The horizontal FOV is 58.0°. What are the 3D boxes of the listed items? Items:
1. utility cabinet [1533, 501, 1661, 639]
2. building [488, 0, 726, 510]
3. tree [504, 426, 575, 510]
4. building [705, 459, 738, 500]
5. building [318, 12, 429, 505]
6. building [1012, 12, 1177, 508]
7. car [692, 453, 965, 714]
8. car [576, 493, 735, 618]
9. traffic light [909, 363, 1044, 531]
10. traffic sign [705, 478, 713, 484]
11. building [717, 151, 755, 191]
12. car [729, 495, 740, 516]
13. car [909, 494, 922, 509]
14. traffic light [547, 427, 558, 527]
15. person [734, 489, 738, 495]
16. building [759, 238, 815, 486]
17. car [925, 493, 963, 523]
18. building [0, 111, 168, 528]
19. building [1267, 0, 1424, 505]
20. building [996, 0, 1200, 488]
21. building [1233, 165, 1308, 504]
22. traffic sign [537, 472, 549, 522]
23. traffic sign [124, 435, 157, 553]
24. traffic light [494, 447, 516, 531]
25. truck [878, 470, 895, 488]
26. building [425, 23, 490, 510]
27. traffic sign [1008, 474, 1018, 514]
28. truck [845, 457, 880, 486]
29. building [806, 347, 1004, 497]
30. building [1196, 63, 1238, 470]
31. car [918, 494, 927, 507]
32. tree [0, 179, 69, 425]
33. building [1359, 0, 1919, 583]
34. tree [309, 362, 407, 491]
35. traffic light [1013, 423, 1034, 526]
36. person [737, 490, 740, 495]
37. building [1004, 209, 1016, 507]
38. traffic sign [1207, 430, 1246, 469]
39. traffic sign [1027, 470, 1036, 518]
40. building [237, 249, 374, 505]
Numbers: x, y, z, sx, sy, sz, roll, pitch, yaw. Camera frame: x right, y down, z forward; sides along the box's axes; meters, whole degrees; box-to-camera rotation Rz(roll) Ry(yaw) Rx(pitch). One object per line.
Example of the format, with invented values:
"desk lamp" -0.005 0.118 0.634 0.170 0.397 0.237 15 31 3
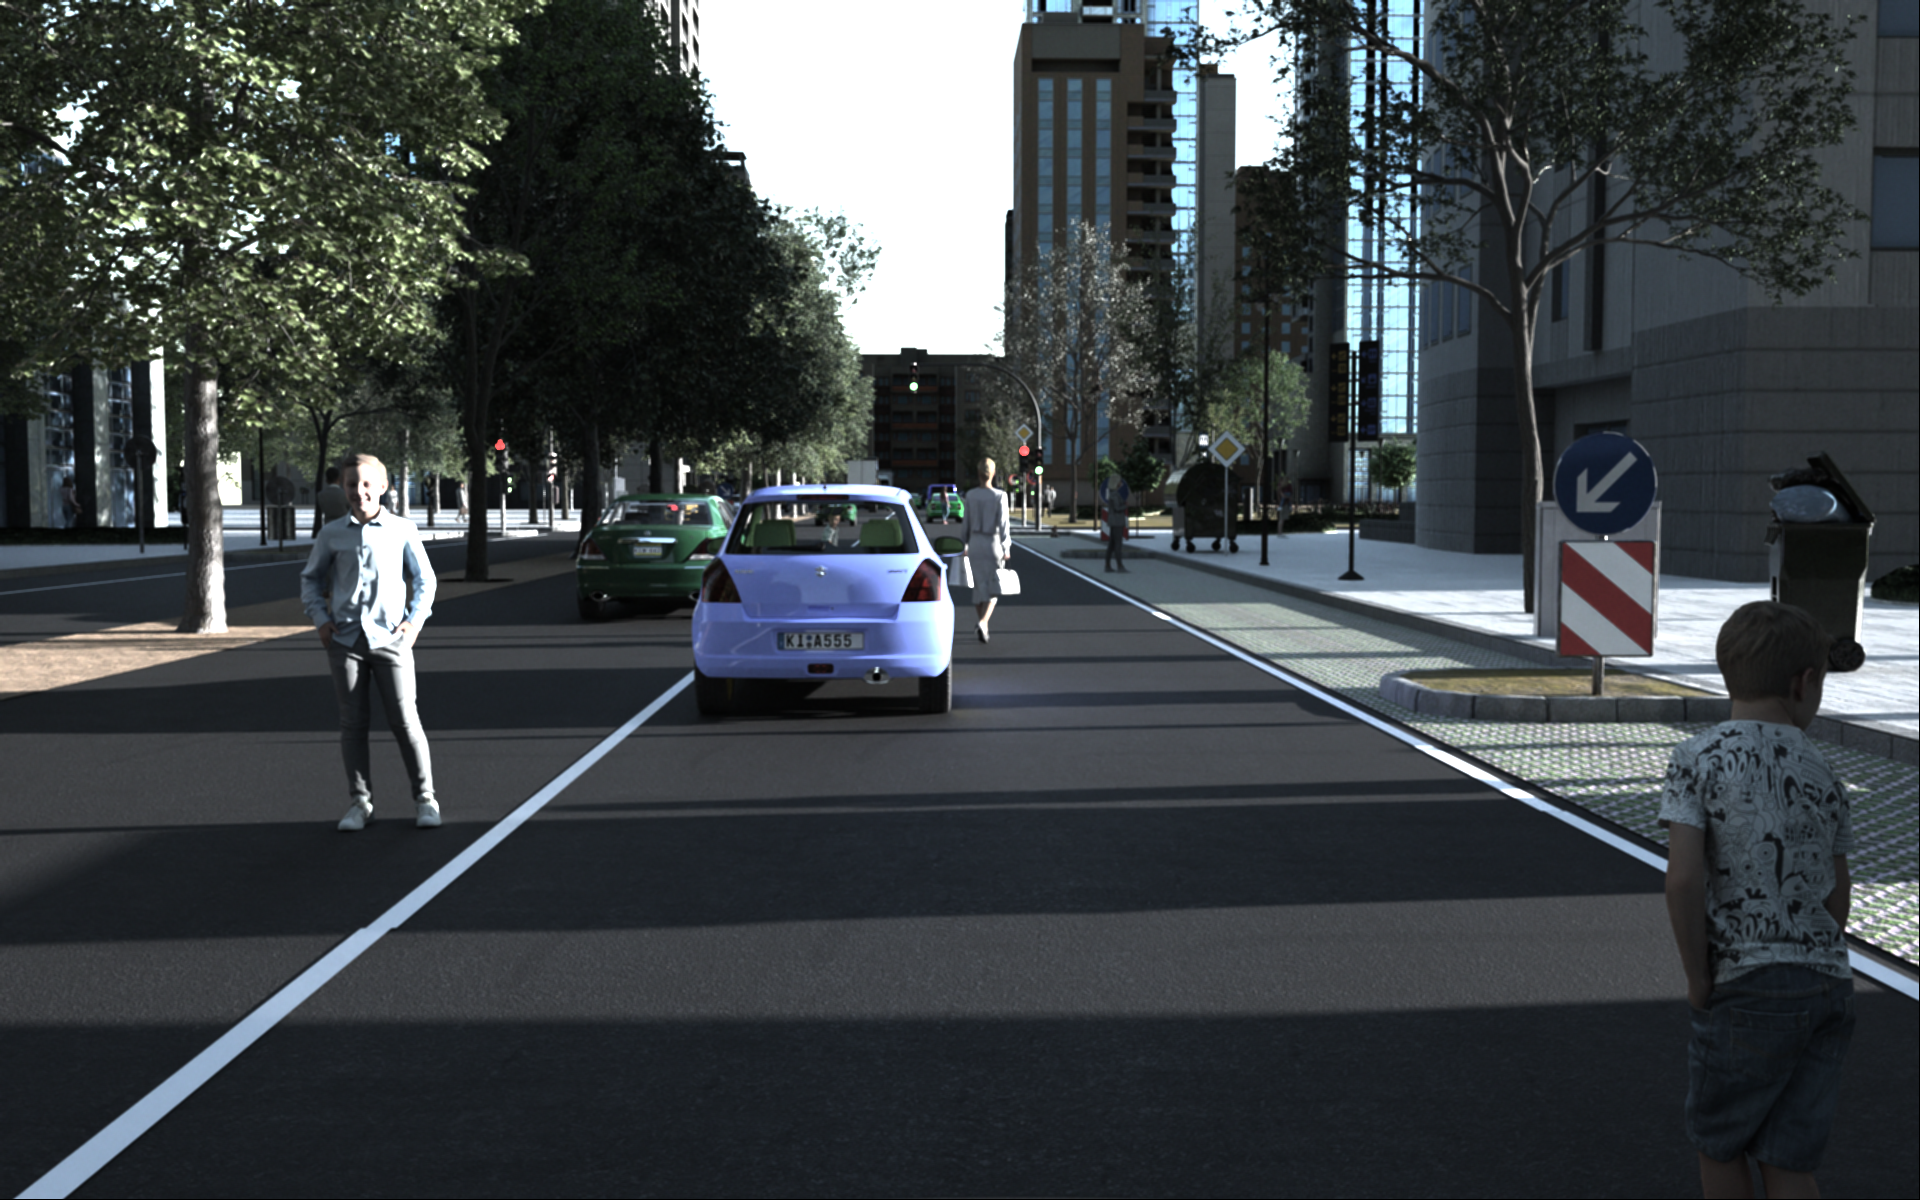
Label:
"utility cabinet" 5.711 -0.269 15.558 1.020 1.237 0.306 1 4 10
"building" -34.369 -44.910 172.533 20.563 71.187 20.611 0 4 -1
"tree" -23.444 -8.823 94.611 4.360 8.622 3.978 0 3 0
"building" -31.497 -25.656 191.178 14.160 30.474 14.107 0 4 -1
"building" -75.517 -56.561 237.444 31.000 86.520 22.319 0 4 -1
"building" 12.236 -31.380 163.168 14.600 45.320 14.200 0 4 -1
"car" -0.921 -0.184 12.603 1.945 1.707 3.694 0 4 -2
"car" -3.542 -0.589 21.425 2.131 1.459 4.920 0 4 -2
"traffic light" 0.614 -5.239 60.328 4.771 5.953 1.251 0 4 -1
"traffic sign" -20.155 -8.483 138.801 0.768 2.556 0.104 0 4 7
"building" -31.790 -32.079 208.084 14.086 41.232 14.154 0 4 -1
"car" -12.918 -5.545 102.668 2.014 1.417 4.499 0 4 -3
"car" -4.564 -9.456 163.393 1.959 1.807 4.718 0 4 -3
"traffic light" -13.960 -5.716 68.118 4.771 5.953 1.251 0 4 -1
"person" -22.840 -10.381 175.913 1.348 1.807 0.705 1 4 12
"building" -32.874 -33.819 244.826 23.993 40.220 32.217 0 4 -1
"car" -0.777 -4.780 86.946 1.959 1.807 4.718 0 4 -3
"building" -41.846 -44.733 44.053 31.000 86.520 22.319 0 4 -1
"building" 53.924 -54.599 205.369 31.000 86.520 22.319 0 4 -1
"building" 16.019 -54.232 199.371 22.319 86.520 31.000 0 4 -1
"building" 43.511 -36.020 239.033 14.200 45.320 14.600 0 4 -1
"traffic sign" -18.872 -4.677 78.595 0.606 2.300 0.079 0 4 4
"traffic sign" -17.774 -2.291 37.564 0.768 2.556 0.104 0 4 7
"traffic light" -15.853 -4.350 60.049 0.839 4.253 0.868 0 4 -1
"truck" -9.101 -13.143 203.805 2.839 4.237 11.283 0 4 -2
"building" -34.017 -43.649 151.910 20.563 71.187 20.611 0 4 -1
"traffic sign" 3.506 -6.846 112.039 0.768 2.556 0.104 0 4 1
"truck" -7.738 -9.075 137.290 2.839 4.237 11.283 0 4 -3
"building" -6.364 -24.387 243.761 28.899 21.520 27.650 0 4 -1
"building" 22.258 -42.707 240.262 28.212 58.520 21.231 0 4 -1
"car" -4.483 -11.140 191.932 2.009 1.686 4.222 0 4 -3
"tree" -21.792 -5.342 37.699 4.360 8.622 3.978 0 3 0
"building" 21.423 -30.305 37.486 21.231 58.520 28.212 0 4 -1
"tree" -28.155 -8.091 82.650 4.360 8.622 3.978 0 3 0
"traffic light" 2.506 -4.867 68.503 0.839 4.253 0.868 0 4 -1
"person" -21.427 -9.901 168.719 0.721 1.735 1.217 0 4 -1
"building" 11.447 -24.834 177.734 14.160 30.474 14.107 0 4 -1
"traffic sign" 5.463 -2.181 35.397 0.795 2.593 0.064 0 4 7
"traffic sign" 3.942 -5.654 92.555 0.768 2.556 0.104 0 4 1
"building" -77.245 -26.705 208.323 14.107 30.474 14.160 0 4 -1
